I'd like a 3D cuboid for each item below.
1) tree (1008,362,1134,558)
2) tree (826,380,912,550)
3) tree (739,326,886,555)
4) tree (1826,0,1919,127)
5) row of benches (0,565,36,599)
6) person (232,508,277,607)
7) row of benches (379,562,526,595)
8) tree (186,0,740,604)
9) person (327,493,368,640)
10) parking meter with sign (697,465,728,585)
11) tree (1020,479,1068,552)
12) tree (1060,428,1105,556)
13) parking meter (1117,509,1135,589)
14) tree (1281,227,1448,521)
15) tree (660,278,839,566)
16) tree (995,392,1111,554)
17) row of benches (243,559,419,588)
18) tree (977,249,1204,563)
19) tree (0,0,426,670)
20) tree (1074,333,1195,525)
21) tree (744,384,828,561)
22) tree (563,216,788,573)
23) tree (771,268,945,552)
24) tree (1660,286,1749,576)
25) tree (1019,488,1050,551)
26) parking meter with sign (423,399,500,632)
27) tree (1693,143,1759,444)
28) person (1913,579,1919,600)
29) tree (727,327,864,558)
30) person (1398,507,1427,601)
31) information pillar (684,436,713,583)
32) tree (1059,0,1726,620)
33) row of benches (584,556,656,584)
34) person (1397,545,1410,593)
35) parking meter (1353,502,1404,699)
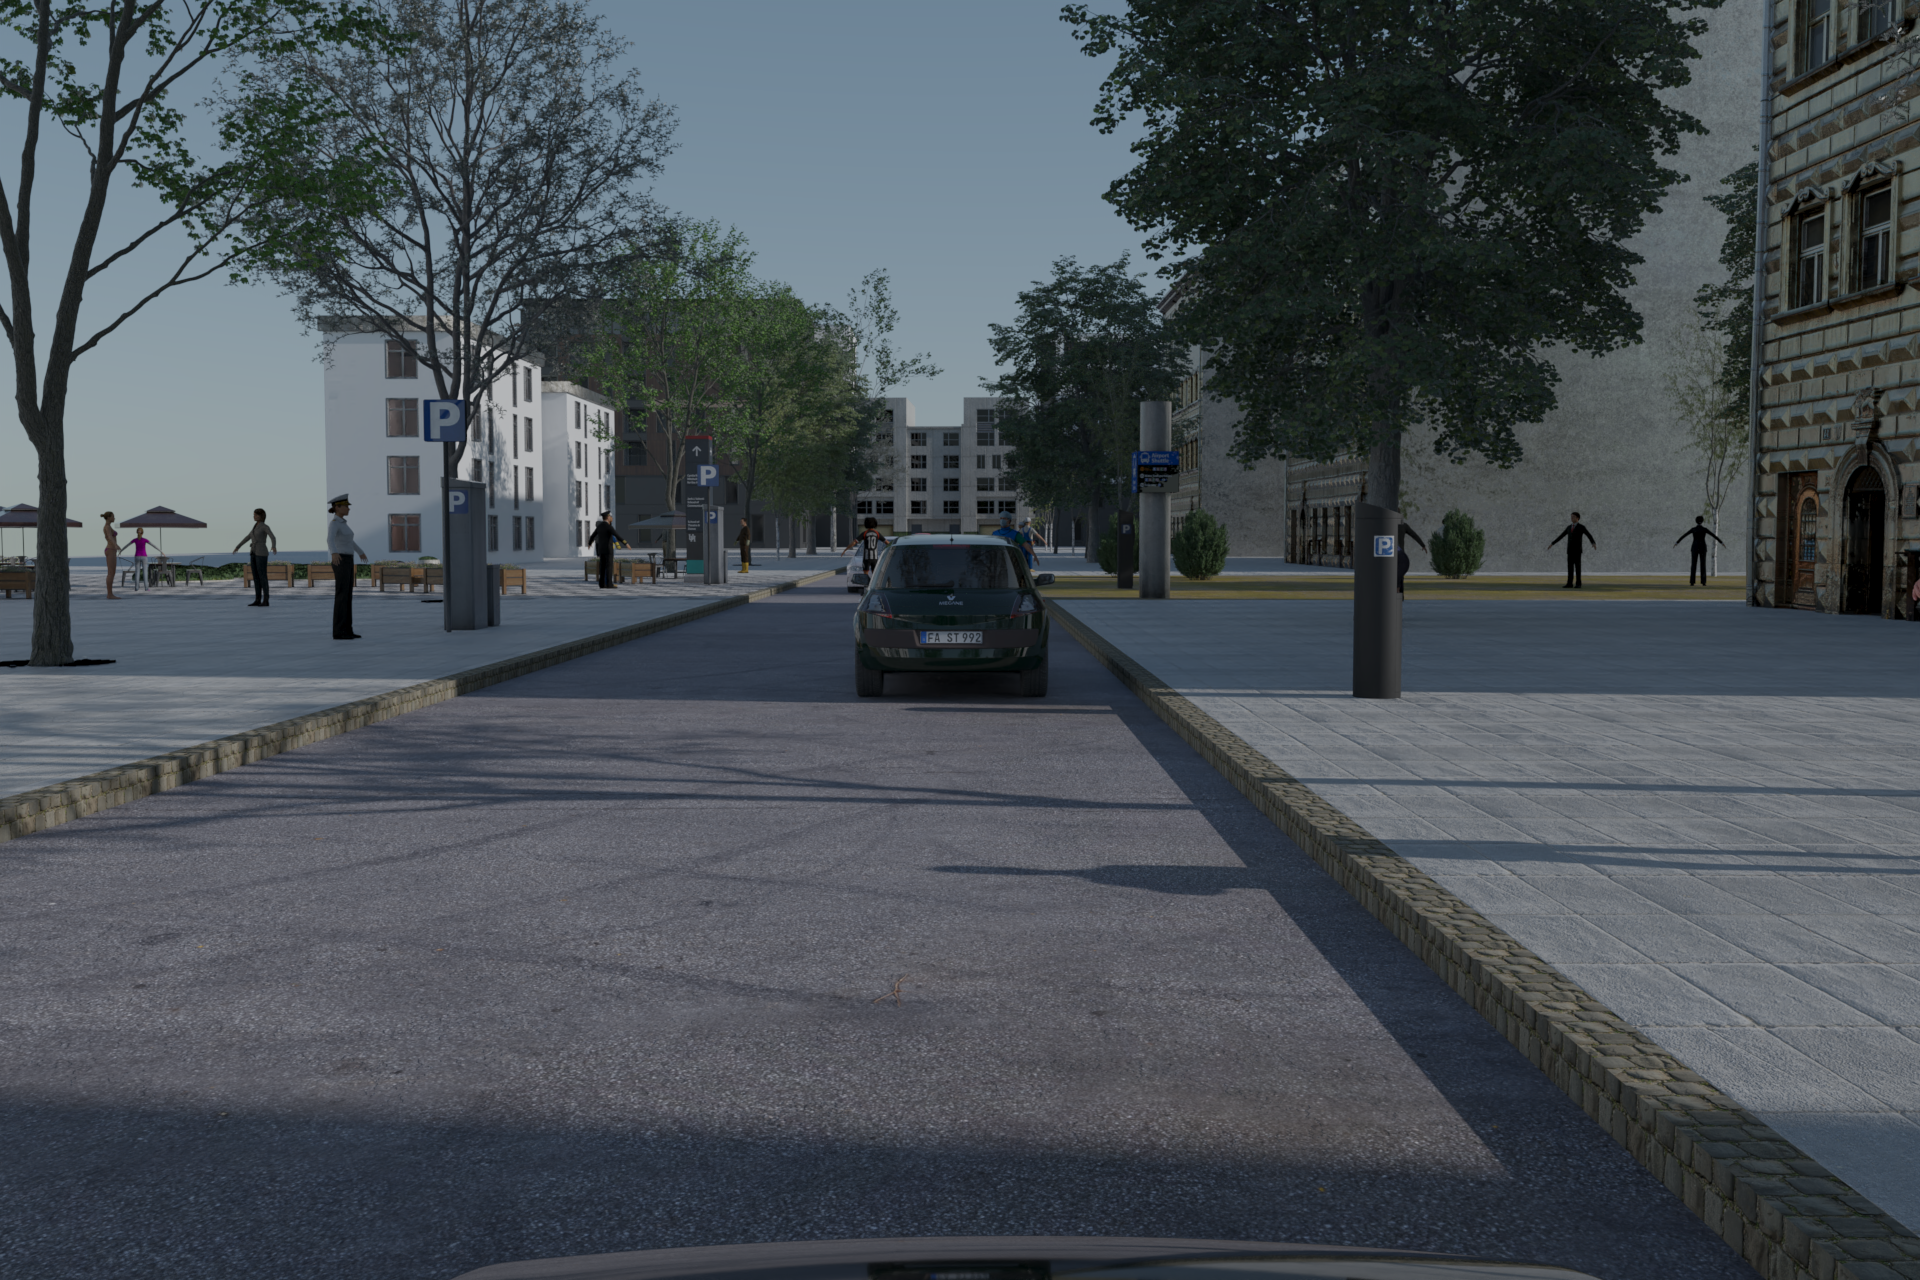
[{"bbox_3d":[6.638,-9.535,90.317,8.767,10.594,7.601,0,4,3],"label":"tree"},{"bbox_3d":[-8.865,-13.962,138.643,12.009,13.543,11.850,0,3,0],"label":"tree"},{"bbox_3d":[-9.275,-12.313,107.980,9.857,13.997,8.962,0,3,0],"label":"tree"},{"bbox_3d":[6.414,-5.974,8.047,12.009,13.543,11.850,0,3,0],"label":"tree"},{"bbox_3d":[-20.172,-1.179,34.734,4.104,0.672,1.422,1,4,14],"label":"row of benches"},{"bbox_3d":[-12.457,-1.460,30.637,1.215,1.744,0.721,2,4,34],"label":"person"},{"bbox_3d":[-11.007,-1.358,37.669,4.104,0.672,1.422,2,4,32],"label":"row of benches"},{"bbox_3d":[-9.383,-7.442,32.047,12.009,13.543,11.850,0,3,0],"label":"tree"},{"bbox_3d":[-7.458,-0.898,21.138,0.721,1.778,1.216,0,4,-3],"label":"person"},{"bbox_3d":[-6.297,-2.944,44.392,0.543,3.016,1.738,0,4,2],"label":"parking meter with sign"},{"bbox_3d":[6.402,-10.662,124.678,4.737,8.622,4.395,0,3,0],"label":"tree"},{"bbox_3d":[6.321,-9.128,99.602,4.360,8.622,3.978,0,3,0],"label":"tree"},{"bbox_3d":[3.909,-2.142,40.735,0.399,1.863,0.255,0,4,0],"label":"parking meter"},{"bbox_3d":[9.896,-5.483,40.001,4.360,8.622,3.978,0,3,0],"label":"tree"},{"bbox_3d":[-8.484,-8.814,69.864,9.928,11.665,9.643,0,3,0],"label":"tree"},{"bbox_3d":[6.307,-10.831,111.507,8.767,10.594,7.601,-2,4,-24],"label":"tree"},{"bbox_3d":[-15.237,-1.611,41.802,4.104,0.672,1.422,-1,4,-14],"label":"row of benches"},{"bbox_3d":[5.874,-10.422,77.059,9.857,13.997,8.962,0,3,0],"label":"tree"},{"bbox_3d":[-8.787,-5.546,16.440,9.928,11.665,9.643,0,3,0],"label":"tree"},{"bbox_3d":[5.843,-6.968,64.282,4.360,8.622,3.978,0,3,0],"label":"tree"},{"bbox_3d":[-8.681,-8.132,83.323,4.737,8.622,4.395,0,3,0],"label":"tree"},{"bbox_3d":[-9.441,-8.009,56.701,9.928,11.665,9.643,0,3,0],"label":"tree"},{"bbox_3d":[-7.948,-16.339,123.034,12.611,20.169,13.585,0,3,0],"label":"tree"},{"bbox_3d":[22.641,-6.235,52.312,4.360,8.622,3.978,0,3,0],"label":"tree"},{"bbox_3d":[6.657,-11.071,131.371,4.360,8.622,3.978,0,3,0],"label":"tree"},{"bbox_3d":[-6.649,-1.655,23.324,0.543,3.016,1.738,0,4,1],"label":"parking meter with sign"},{"bbox_3d":[22.204,-8.189,40.546,9.857,13.997,8.962,0,3,0],"label":"tree"},{"bbox_3d":[3.916,-0.010,6.652,0.568,1.767,0.683,-1,4,-8],"label":"person"},{"bbox_3d":[-8.994,-10.720,93.403,7.486,12.596,7.792,0,3,0],"label":"tree"},{"bbox_3d":[8.287,-1.644,33.057,1.348,1.807,0.705,0,4,-4],"label":"person"},{"bbox_3d":[-6.901,-3.454,45.856,0.750,3.857,0.750,0,4,-1],"label":"information pillar"},{"bbox_3d":[6.220,-7.262,25.395,9.857,13.997,8.962,0,3,0],"label":"tree"},{"bbox_3d":[-9.085,-1.867,45.991,1.422,0.672,4.104,-2,4,-29],"label":"row of benches"},{"bbox_3d":[5.812,-0.884,23.732,0.697,1.427,0.421,0,4,-2],"label":"person"},{"bbox_3d":[3.284,-0.318,13.607,0.372,1.533,0.369,0,3,0],"label":"parking meter"}]
